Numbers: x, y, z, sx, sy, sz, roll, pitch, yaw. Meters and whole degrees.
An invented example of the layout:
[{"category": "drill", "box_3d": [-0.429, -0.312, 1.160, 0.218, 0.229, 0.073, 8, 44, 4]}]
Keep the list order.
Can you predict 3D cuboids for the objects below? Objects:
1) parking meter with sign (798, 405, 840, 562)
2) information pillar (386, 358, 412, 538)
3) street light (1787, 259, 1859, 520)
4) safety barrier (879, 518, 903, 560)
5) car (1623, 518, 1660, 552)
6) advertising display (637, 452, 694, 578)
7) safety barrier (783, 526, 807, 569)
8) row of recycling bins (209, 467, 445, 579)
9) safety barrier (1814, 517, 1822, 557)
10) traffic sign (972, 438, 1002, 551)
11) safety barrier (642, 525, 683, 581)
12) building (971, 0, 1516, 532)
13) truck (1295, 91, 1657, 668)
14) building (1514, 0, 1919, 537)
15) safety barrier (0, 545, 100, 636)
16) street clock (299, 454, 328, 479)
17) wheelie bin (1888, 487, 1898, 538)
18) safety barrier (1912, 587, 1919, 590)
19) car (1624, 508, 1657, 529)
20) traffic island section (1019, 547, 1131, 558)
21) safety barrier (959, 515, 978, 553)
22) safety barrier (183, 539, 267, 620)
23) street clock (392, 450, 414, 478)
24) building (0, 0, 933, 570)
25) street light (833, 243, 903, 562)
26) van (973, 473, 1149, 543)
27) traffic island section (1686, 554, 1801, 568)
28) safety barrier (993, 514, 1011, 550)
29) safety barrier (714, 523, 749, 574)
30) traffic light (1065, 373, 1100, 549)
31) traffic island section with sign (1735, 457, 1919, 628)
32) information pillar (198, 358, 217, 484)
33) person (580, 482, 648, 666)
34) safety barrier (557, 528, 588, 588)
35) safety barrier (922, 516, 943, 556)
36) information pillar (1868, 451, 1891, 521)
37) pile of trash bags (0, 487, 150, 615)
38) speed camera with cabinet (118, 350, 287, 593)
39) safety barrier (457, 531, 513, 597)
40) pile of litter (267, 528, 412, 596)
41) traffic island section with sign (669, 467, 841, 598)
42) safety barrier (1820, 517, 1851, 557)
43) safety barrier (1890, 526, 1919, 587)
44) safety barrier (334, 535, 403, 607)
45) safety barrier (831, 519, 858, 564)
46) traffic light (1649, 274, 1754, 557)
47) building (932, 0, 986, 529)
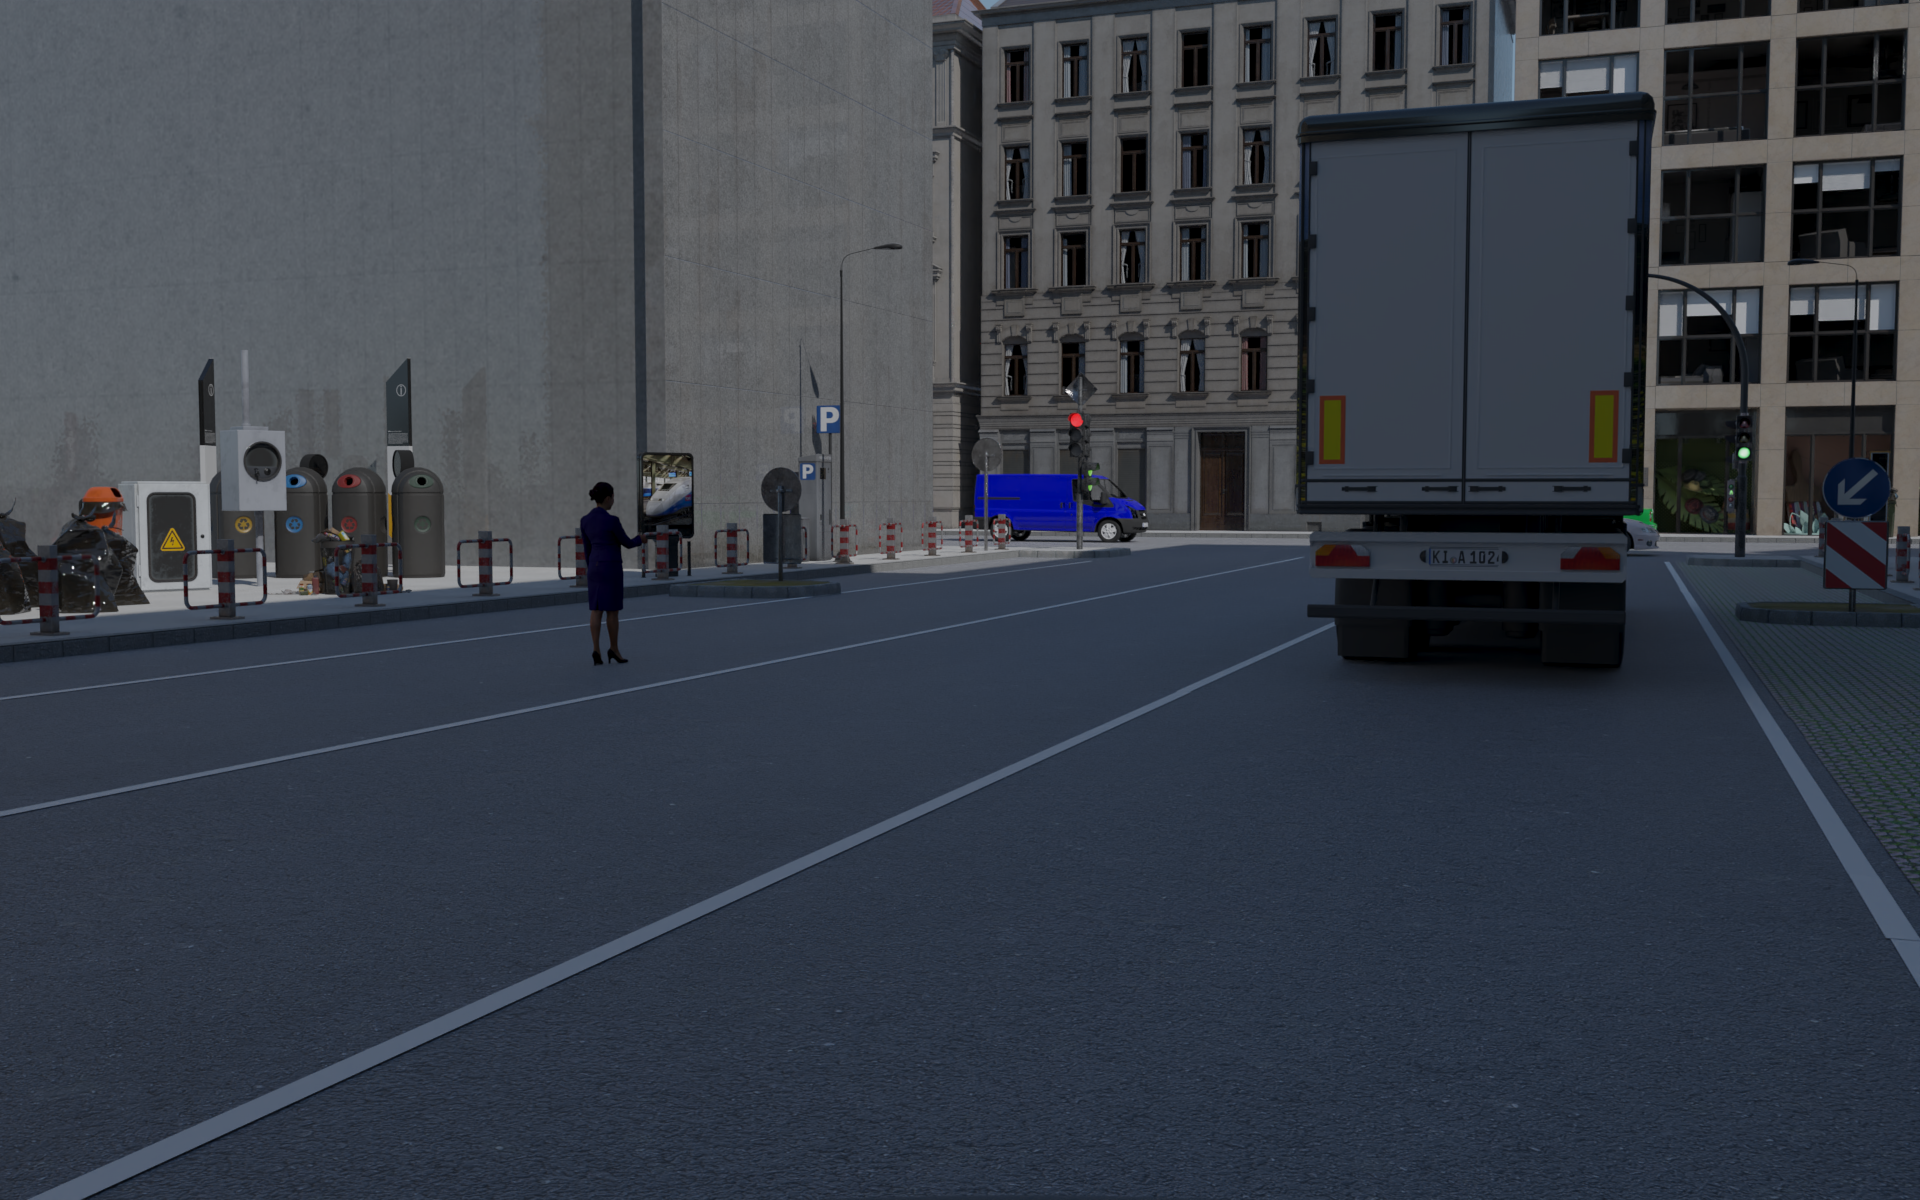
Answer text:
[{"category": "parking meter with sign", "box_3d": [-2.820, -2.267, 33.321, 0.543, 3.016, 1.738, 1, 4, 19]}, {"category": "information pillar", "box_3d": [-9.678, -2.362, 29.971, 0.504, 3.616, 0.183, 1, 4, 21]}, {"category": "street light", "box_3d": [17.025, -3.771, 34.197, 1.470, 5.913, 1.316, 1, 4, 21]}, {"category": "safety barrier", "box_3d": [-1.347, -1.195, 33.819, 0.300, 0.817, 1.120, 1, 4, 21]}, {"category": "car", "box_3d": [14.029, -1.759, 41.128, 4.827, 1.381, 2.083, 1, 4, 20]}, {"category": "advertising display", "box_3d": [-4.546, -1.320, 26.802, 0.974, 1.923, 0.123, -3, 5, -44]}, {"category": "safety barrier", "box_3d": [-2.888, -0.950, 29.808, 0.300, 0.817, 1.120, 1, 4, 21]}, {"category": "row of recycling bins", "box_3d": [-9.731, -1.195, 26.657, 3.534, 1.692, 1.069, 0, 4, -5]}, {"category": "safety barrier", "box_3d": [17.495, -1.274, 35.101, 0.300, 0.817, 1.120, 1, 4, 21]}, {"category": "traffic sign", "box_3d": [0.588, -2.388, 39.147, 0.768, 2.556, 0.104, 2, 4, 27]}, {"category": "safety barrier", "box_3d": [-4.427, -0.704, 25.793, 0.300, 0.817, 1.120, 1, 4, 21]}, {"category": "building", "box_3d": [10.667, -13.118, 63.633, 18.267, 20.994, 9.793, 1, 4, 21]}, {"category": "truck", "box_3d": [5.550, -1.764, 17.753, 2.839, 4.237, 11.283, 1, 4, 20]}, {"category": "building", "box_3d": [36.997, -15.516, 58.204, 34.151, 26.468, 19.350, 1, 4, 21]}, {"category": "safety barrier", "box_3d": [-8.282, -0.089, 15.738, 0.300, 0.817, 1.120, 1, 4, 21]}, {"category": "street clock", "box_3d": [-11.666, -1.636, 31.321, 0.358, 2.002, 0.471, 2, 4, 26]}, {"category": "wheelie bin", "box_3d": [27.382, -2.653, 51.283, 0.693, 1.594, 0.980, 2, 4, 28]}, {"category": "safety barrier", "box_3d": [12.875, -0.537, 23.056, 0.300, 0.817, 1.120, 1, 4, 21]}, {"category": "car", "box_3d": [17.172, -2.456, 48.946, 4.718, 1.807, 1.959, 1, 4, 21]}, {"category": "traffic island section", "box_3d": [2.759, -1.098, 40.235, 2.009, 0.180, 2.903, 1, 4, 21]}, {"category": "safety barrier", "box_3d": [0.195, -1.442, 37.851, 0.300, 0.817, 1.120, 1, 4, 21]}, {"category": "safety barrier", "box_3d": [-7.517, -0.212, 17.746, 0.300, 0.817, 1.120, 1, 4, 21]}, {"category": "street clock", "box_3d": [-9.125, -1.459, 28.429, 0.358, 2.002, 0.471, -2, 4, -35]}, {"category": "building", "box_3d": [-12.057, -13.426, 37.544, 19.932, 24.808, 12.078, 1, 4, 21]}, {"category": "street light", "box_3d": [-1.717, -3.658, 32.348, 1.470, 5.913, 1.316, 1, 4, 21]}, {"category": "van", "box_3d": [3.074, -2.930, 52.285, 5.245, 2.365, 2.240, 1, 4, 22]}, {"category": "traffic island section", "box_3d": [15.870, -0.791, 35.219, 2.009, 0.180, 2.903, 1, 4, 21]}, {"category": "safety barrier", "box_3d": [0.964, -1.565, 39.857, 0.300, 0.817, 1.120, 1, 4, 21]}, {"category": "safety barrier", "box_3d": [-3.658, -0.827, 27.797, 0.300, 0.817, 1.120, 1, 4, 21]}, {"category": "traffic light", "box_3d": [2.792, -3.129, 40.087, 0.839, 4.253, 0.868, 1, 4, 21]}, {"category": "traffic island section with sign", "box_3d": [9.869, -0.665, 19.507, 1.989, 1.847, 2.006, 1, 4, 21]}, {"category": "information pillar", "box_3d": [-12.893, -2.347, 29.724, 0.183, 3.616, 0.504, 0, 4, -1]}, {"category": "person", "box_3d": [-2.943, -0.231, 14.648, 0.453, 1.535, 0.546, 1, 4, 9]}, {"category": "safety barrier", "box_3d": [-5.195, -0.582, 23.788, 0.300, 0.817, 1.120, 1, 4, 21]}, {"category": "safety barrier", "box_3d": [-0.572, -1.319, 35.846, 0.300, 0.817, 1.120, 1, 4, 21]}, {"category": "information pillar", "box_3d": [15.793, -1.546, 29.774, 0.304, 2.012, 0.304, 2, 4, 30]}, {"category": "pile of trash bags", "box_3d": [-10.314, -0.622, 19.925, 1.912, 1.369, 3.447, -1, 4, -10]}, {"category": "speed camera with cabinet", "box_3d": [-10.148, -1.768, 23.242, 0.660, 3.252, 2.038, 3, 5, 42]}, {"category": "safety barrier", "box_3d": [-5.966, -0.459, 21.780, 0.300, 0.817, 1.120, 1, 4, 21]}, {"category": "pile of litter", "box_3d": [-8.031, -0.516, 22.396, 1.719, 0.858, 1.176, 0, 4, 8]}, {"category": "traffic island section with sign", "box_3d": [-2.803, -0.988, 24.785, 1.989, 1.847, 2.006, 1, 4, 21]}, {"category": "safety barrier", "box_3d": [16.728, -1.151, 33.095, 0.300, 0.817, 1.120, 1, 4, 21]}, {"category": "safety barrier", "box_3d": [13.644, -0.660, 25.060, 0.300, 0.817, 1.120, 1, 4, 21]}, {"category": "safety barrier", "box_3d": [-6.740, -0.336, 19.764, 0.300, 0.817, 1.120, 1, 4, 21]}, {"category": "safety barrier", "box_3d": [-2.120, -1.073, 31.816, 0.300, 0.817, 1.120, 1, 4, 21]}, {"category": "traffic light", "box_3d": [13.851, -3.735, 35.730, 4.771, 5.953, 1.251, 1, 4, 21]}, {"category": "building", "box_3d": [-7.623, -14.359, 70.921, 21.152, 22.565, 11.583, 1, 4, 21]}]
